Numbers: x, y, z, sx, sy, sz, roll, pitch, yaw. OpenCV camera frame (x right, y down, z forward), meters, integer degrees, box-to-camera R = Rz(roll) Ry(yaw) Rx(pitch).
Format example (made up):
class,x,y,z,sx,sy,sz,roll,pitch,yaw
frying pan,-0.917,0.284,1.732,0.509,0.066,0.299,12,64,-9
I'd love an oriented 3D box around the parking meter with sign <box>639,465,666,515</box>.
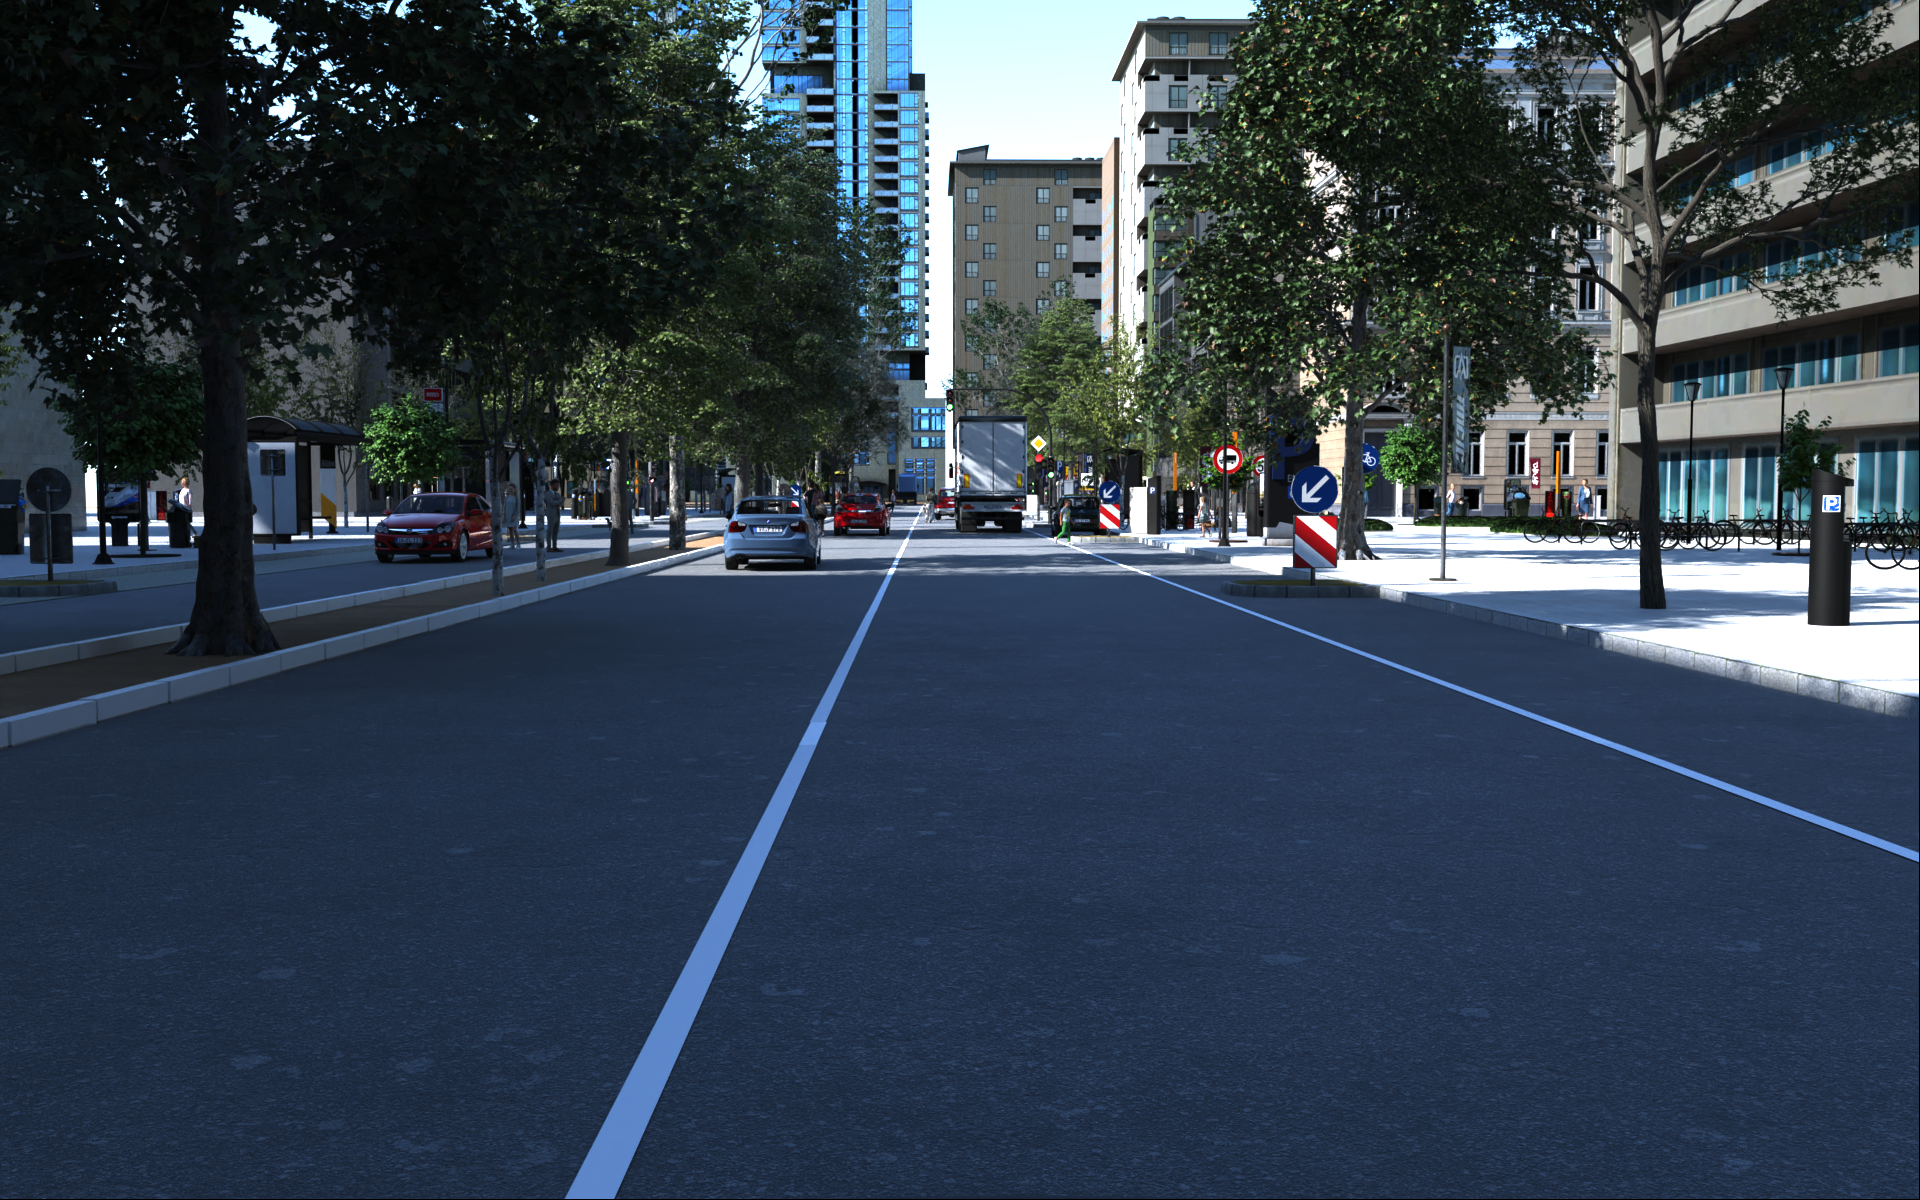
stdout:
class,x,y,z,sx,sy,sz,roll,pitch,yaw
parking meter with sign,-18.868,-6.696,105.736,1.738,3.016,0.543,-2,4,-30

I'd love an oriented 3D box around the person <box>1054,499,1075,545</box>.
class,x,y,z,sx,sy,sz,roll,pitch,yaw
person,2.974,-2.232,49.237,0.590,1.304,0.306,2,4,23

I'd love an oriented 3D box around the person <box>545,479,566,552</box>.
class,x,y,z,sx,sy,sz,roll,pitch,yaw
person,-9.974,-2.083,42.746,0.466,1.800,0.511,1,4,11

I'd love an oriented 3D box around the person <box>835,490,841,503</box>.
class,x,y,z,sx,sy,sz,roll,pitch,yaw
person,-10.587,-8.707,150.827,0.573,1.828,0.580,2,4,32

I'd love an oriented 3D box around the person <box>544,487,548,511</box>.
class,x,y,z,sx,sy,sz,roll,pitch,yaw
person,-29.352,-7.126,122.464,0.656,1.842,0.836,-1,4,-16

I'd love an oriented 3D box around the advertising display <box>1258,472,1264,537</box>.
class,x,y,z,sx,sy,sz,roll,pitch,yaw
advertising display,9.147,-2.803,51.044,0.123,1.923,0.974,-2,4,-28

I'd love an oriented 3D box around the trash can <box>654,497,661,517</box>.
class,x,y,z,sx,sy,sz,roll,pitch,yaw
trash can,-17.035,-5.215,96.914,0.748,1.137,0.748,0,3,0

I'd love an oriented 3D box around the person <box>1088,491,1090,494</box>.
class,x,y,z,sx,sy,sz,roll,pitch,yaw
person,12.273,-9.735,166.155,0.436,1.711,0.756,3,5,41

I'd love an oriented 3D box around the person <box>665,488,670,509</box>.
class,x,y,z,sx,sy,sz,roll,pitch,yaw
person,-24.837,-8.646,147.383,0.573,1.828,0.580,3,5,43

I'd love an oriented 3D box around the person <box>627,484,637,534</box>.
class,x,y,z,sx,sy,sz,roll,pitch,yaw
person,-11.975,-3.290,62.392,0.635,1.810,0.391,-3,5,-43

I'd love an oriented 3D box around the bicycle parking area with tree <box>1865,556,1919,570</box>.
class,x,y,z,sx,sy,sz,roll,pitch,yaw
bicycle parking area with tree,18.728,-2.354,25.488,9.016,4.147,8.231,1,4,21

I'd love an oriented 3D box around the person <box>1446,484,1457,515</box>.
class,x,y,z,sx,sy,sz,roll,pitch,yaw
person,21.259,-4.202,75.416,0.598,1.740,0.731,3,4,37

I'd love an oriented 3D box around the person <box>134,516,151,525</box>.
class,x,y,z,sx,sy,sz,roll,pitch,yaw
person,-33.860,-3.980,71.707,0.643,1.750,0.593,-1,4,-19

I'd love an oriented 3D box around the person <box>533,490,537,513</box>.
class,x,y,z,sx,sy,sz,roll,pitch,yaw
person,-28.280,-6.730,116.183,0.850,1.850,0.679,2,4,24

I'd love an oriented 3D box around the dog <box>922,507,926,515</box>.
class,x,y,z,sx,sy,sz,roll,pitch,yaw
dog,-2.340,-6.227,121.091,0.406,0.507,0.540,2,4,25

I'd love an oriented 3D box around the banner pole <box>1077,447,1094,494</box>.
class,x,y,z,sx,sy,sz,roll,pitch,yaw
banner pole,6.907,-6.348,93.800,0.863,3.779,0.401,0,4,3

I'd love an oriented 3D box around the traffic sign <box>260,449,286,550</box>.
class,x,y,z,sx,sy,sz,roll,pitch,yaw
traffic sign,-15.767,-2.302,39.770,0.606,2.300,0.079,0,4,6

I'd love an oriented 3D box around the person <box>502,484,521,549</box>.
class,x,y,z,sx,sy,sz,roll,pitch,yaw
person,-11.638,-2.174,45.045,0.512,1.701,0.522,1,4,11

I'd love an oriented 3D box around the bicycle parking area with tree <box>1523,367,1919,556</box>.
class,x,y,z,sx,sy,sz,roll,pitch,yaw
bicycle parking area with tree,18.592,-3.365,42.026,9.016,4.147,8.231,1,4,15

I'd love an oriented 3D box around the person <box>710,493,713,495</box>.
class,x,y,z,sx,sy,sz,roll,pitch,yaw
person,-32.862,-13.481,229.650,0.628,1.438,0.799,1,4,9

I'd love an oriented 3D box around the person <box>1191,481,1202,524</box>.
class,x,y,z,sx,sy,sz,roll,pitch,yaw
person,10.052,-4.198,74.456,0.755,1.850,0.659,-1,4,-21

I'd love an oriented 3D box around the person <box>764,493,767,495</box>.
class,x,y,z,sx,sy,sz,roll,pitch,yaw
person,-14.303,-7.146,127.936,0.503,1.515,0.523,-1,4,-20

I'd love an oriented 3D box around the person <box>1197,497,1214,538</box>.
class,x,y,z,sx,sy,sz,roll,pitch,yaw
person,7.201,-2.445,51.026,0.382,1.210,0.505,3,5,43

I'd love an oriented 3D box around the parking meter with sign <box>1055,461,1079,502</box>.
class,x,y,z,sx,sy,sz,roll,pitch,yaw
parking meter with sign,5.756,-5.717,89.731,1.738,3.016,0.543,3,5,43

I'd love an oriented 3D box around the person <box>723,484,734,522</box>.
class,x,y,z,sx,sy,sz,roll,pitch,yaw
person,-7.877,-3.129,59.930,0.793,1.790,0.793,1,4,11

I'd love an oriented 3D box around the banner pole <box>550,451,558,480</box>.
class,x,y,z,sx,sy,sz,roll,pitch,yaw
banner pole,-21.629,-6.250,92.211,0.401,3.779,0.863,-3,5,-45

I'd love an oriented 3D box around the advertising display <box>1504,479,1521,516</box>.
class,x,y,z,sx,sy,sz,roll,pitch,yaw
advertising display,24.084,-4.301,75.530,0.974,1.923,0.123,-2,4,-33

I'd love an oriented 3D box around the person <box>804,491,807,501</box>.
class,x,y,z,sx,sy,sz,roll,pitch,yaw
person,-14.357,-9.303,161.537,0.436,1.711,0.756,0,4,5

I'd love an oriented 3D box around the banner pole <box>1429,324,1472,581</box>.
class,x,y,z,sx,sy,sz,roll,pitch,yaw
banner pole,7.339,-2.185,25.735,0.863,3.779,0.401,-3,5,-40

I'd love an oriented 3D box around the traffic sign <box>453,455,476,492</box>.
class,x,y,z,sx,sy,sz,roll,pitch,yaw
traffic sign,-16.191,-3.452,56.542,0.768,2.556,0.104,0,4,4

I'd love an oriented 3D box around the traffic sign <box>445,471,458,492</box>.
class,x,y,z,sx,sy,sz,roll,pitch,yaw
traffic sign,-17.372,-3.617,59.240,0.768,2.556,0.104,0,4,5

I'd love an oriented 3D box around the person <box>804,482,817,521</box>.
class,x,y,z,sx,sy,sz,roll,pitch,yaw
person,-5.797,-3.680,68.033,0.648,1.900,0.474,-3,5,-44

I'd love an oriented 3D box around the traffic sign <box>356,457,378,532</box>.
class,x,y,z,sx,sy,sz,roll,pitch,yaw
traffic sign,-19.919,-3.552,58.185,0.768,2.556,0.104,0,4,4

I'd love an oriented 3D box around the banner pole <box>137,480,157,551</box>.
class,x,y,z,sx,sy,sz,roll,pitch,yaw
banner pole,-18.470,-3.022,39.425,0.401,3.779,0.863,0,4,-5

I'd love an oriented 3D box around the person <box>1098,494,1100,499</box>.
class,x,y,z,sx,sy,sz,roll,pitch,yaw
person,14.709,-10.738,182.408,0.742,1.727,0.445,1,4,8

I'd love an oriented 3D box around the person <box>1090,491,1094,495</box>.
class,x,y,z,sx,sy,sz,roll,pitch,yaw
person,13.156,-10.254,173.711,0.705,1.822,1.348,-1,4,-23

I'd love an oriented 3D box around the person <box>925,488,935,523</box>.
class,x,y,z,sx,sy,sz,roll,pitch,yaw
person,-1.497,-4.757,86.834,0.519,1.759,0.362,-1,4,-10

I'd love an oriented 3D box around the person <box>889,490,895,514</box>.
class,x,y,z,sx,sy,sz,roll,pitch,yaw
person,-4.977,-7.104,125.320,0.598,1.740,0.731,0,4,-1

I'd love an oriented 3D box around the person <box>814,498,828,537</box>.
class,x,y,z,sx,sy,sz,roll,pitch,yaw
person,-4.647,-2.760,57.894,0.475,1.303,0.640,-2,4,-28

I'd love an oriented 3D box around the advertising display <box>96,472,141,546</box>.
class,x,y,z,sx,sy,sz,roll,pitch,yaw
advertising display,-20.676,-2.286,42.586,0.974,1.923,0.123,-1,4,-20

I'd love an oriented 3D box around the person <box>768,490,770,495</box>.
class,x,y,z,sx,sy,sz,roll,pitch,yaw
person,-22.353,-11.914,201.782,0.436,1.711,0.756,0,4,6

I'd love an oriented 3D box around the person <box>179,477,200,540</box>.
class,x,y,z,sx,sy,sz,roll,pitch,yaw
person,-21.382,-2.527,48.037,0.731,1.740,0.598,2,4,33

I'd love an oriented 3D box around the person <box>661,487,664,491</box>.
class,x,y,z,sx,sy,sz,roll,pitch,yaw
person,-21.297,-7.188,123.792,0.641,1.798,0.478,1,4,15

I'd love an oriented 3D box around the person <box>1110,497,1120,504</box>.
class,x,y,z,sx,sy,sz,roll,pitch,yaw
person,6.335,-3.920,70.397,0.793,1.790,0.793,1,4,18

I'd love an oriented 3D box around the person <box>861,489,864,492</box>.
class,x,y,z,sx,sy,sz,roll,pitch,yaw
person,-7.216,-7.459,130.730,0.573,1.790,0.520,0,4,-2

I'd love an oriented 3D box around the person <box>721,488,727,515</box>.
class,x,y,z,sx,sy,sz,roll,pitch,yaw
person,-15.614,-6.517,115.151,0.391,1.810,0.635,1,4,22

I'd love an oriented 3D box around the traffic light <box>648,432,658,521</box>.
class,x,y,z,sx,sy,sz,roll,pitch,yaw
traffic light,-12.544,-6.587,82.364,4.771,5.953,1.251,0,4,-1

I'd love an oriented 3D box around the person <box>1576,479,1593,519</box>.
class,x,y,z,sx,sy,sz,roll,pitch,yaw
person,22.024,-3.365,61.076,0.581,1.822,0.654,1,4,13

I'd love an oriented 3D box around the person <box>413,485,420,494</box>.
class,x,y,z,sx,sy,sz,roll,pitch,yaw
person,-26.758,-4.825,85.163,0.641,1.798,0.478,-1,4,-18

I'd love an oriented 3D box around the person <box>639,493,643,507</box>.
class,x,y,z,sx,sy,sz,roll,pitch,yaw
person,-31.697,-9.910,171.301,0.991,1.433,0.599,3,4,37

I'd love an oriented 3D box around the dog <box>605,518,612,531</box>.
class,x,y,z,sx,sy,sz,roll,pitch,yaw
dog,-13.526,-2.950,67.520,0.540,0.507,0.406,-2,4,-25

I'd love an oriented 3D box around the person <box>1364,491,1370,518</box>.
class,x,y,z,sx,sy,sz,roll,pitch,yaw
person,19.227,-4.689,82.571,0.638,1.841,0.748,-2,4,-31

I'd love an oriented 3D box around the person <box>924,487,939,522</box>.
class,x,y,z,sx,sy,sz,roll,pitch,yaw
person,-1.460,-4.936,89.558,0.721,1.781,0.623,0,4,4

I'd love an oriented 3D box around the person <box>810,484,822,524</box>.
class,x,y,z,sx,sy,sz,roll,pitch,yaw
person,-5.453,-3.481,65.431,0.555,1.821,0.388,2,4,30

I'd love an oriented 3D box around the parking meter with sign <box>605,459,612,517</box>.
class,x,y,z,sx,sy,sz,roll,pitch,yaw
parking meter with sign,-16.936,-5.476,85.798,0.543,3.016,1.738,1,4,13

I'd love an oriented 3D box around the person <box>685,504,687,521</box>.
class,x,y,z,sx,sy,sz,roll,pitch,yaw
person,-14.843,-5.135,92.708,0.529,1.795,0.600,-2,4,-30

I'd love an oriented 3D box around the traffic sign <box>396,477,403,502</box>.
class,x,y,z,sx,sy,sz,roll,pitch,yaw
traffic sign,-19.868,-3.762,61.611,0.768,2.556,0.104,0,4,2

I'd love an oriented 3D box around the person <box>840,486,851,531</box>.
class,x,y,z,sx,sy,sz,roll,pitch,yaw
person,-4.542,-3.545,67.053,0.643,1.750,0.593,0,4,5
